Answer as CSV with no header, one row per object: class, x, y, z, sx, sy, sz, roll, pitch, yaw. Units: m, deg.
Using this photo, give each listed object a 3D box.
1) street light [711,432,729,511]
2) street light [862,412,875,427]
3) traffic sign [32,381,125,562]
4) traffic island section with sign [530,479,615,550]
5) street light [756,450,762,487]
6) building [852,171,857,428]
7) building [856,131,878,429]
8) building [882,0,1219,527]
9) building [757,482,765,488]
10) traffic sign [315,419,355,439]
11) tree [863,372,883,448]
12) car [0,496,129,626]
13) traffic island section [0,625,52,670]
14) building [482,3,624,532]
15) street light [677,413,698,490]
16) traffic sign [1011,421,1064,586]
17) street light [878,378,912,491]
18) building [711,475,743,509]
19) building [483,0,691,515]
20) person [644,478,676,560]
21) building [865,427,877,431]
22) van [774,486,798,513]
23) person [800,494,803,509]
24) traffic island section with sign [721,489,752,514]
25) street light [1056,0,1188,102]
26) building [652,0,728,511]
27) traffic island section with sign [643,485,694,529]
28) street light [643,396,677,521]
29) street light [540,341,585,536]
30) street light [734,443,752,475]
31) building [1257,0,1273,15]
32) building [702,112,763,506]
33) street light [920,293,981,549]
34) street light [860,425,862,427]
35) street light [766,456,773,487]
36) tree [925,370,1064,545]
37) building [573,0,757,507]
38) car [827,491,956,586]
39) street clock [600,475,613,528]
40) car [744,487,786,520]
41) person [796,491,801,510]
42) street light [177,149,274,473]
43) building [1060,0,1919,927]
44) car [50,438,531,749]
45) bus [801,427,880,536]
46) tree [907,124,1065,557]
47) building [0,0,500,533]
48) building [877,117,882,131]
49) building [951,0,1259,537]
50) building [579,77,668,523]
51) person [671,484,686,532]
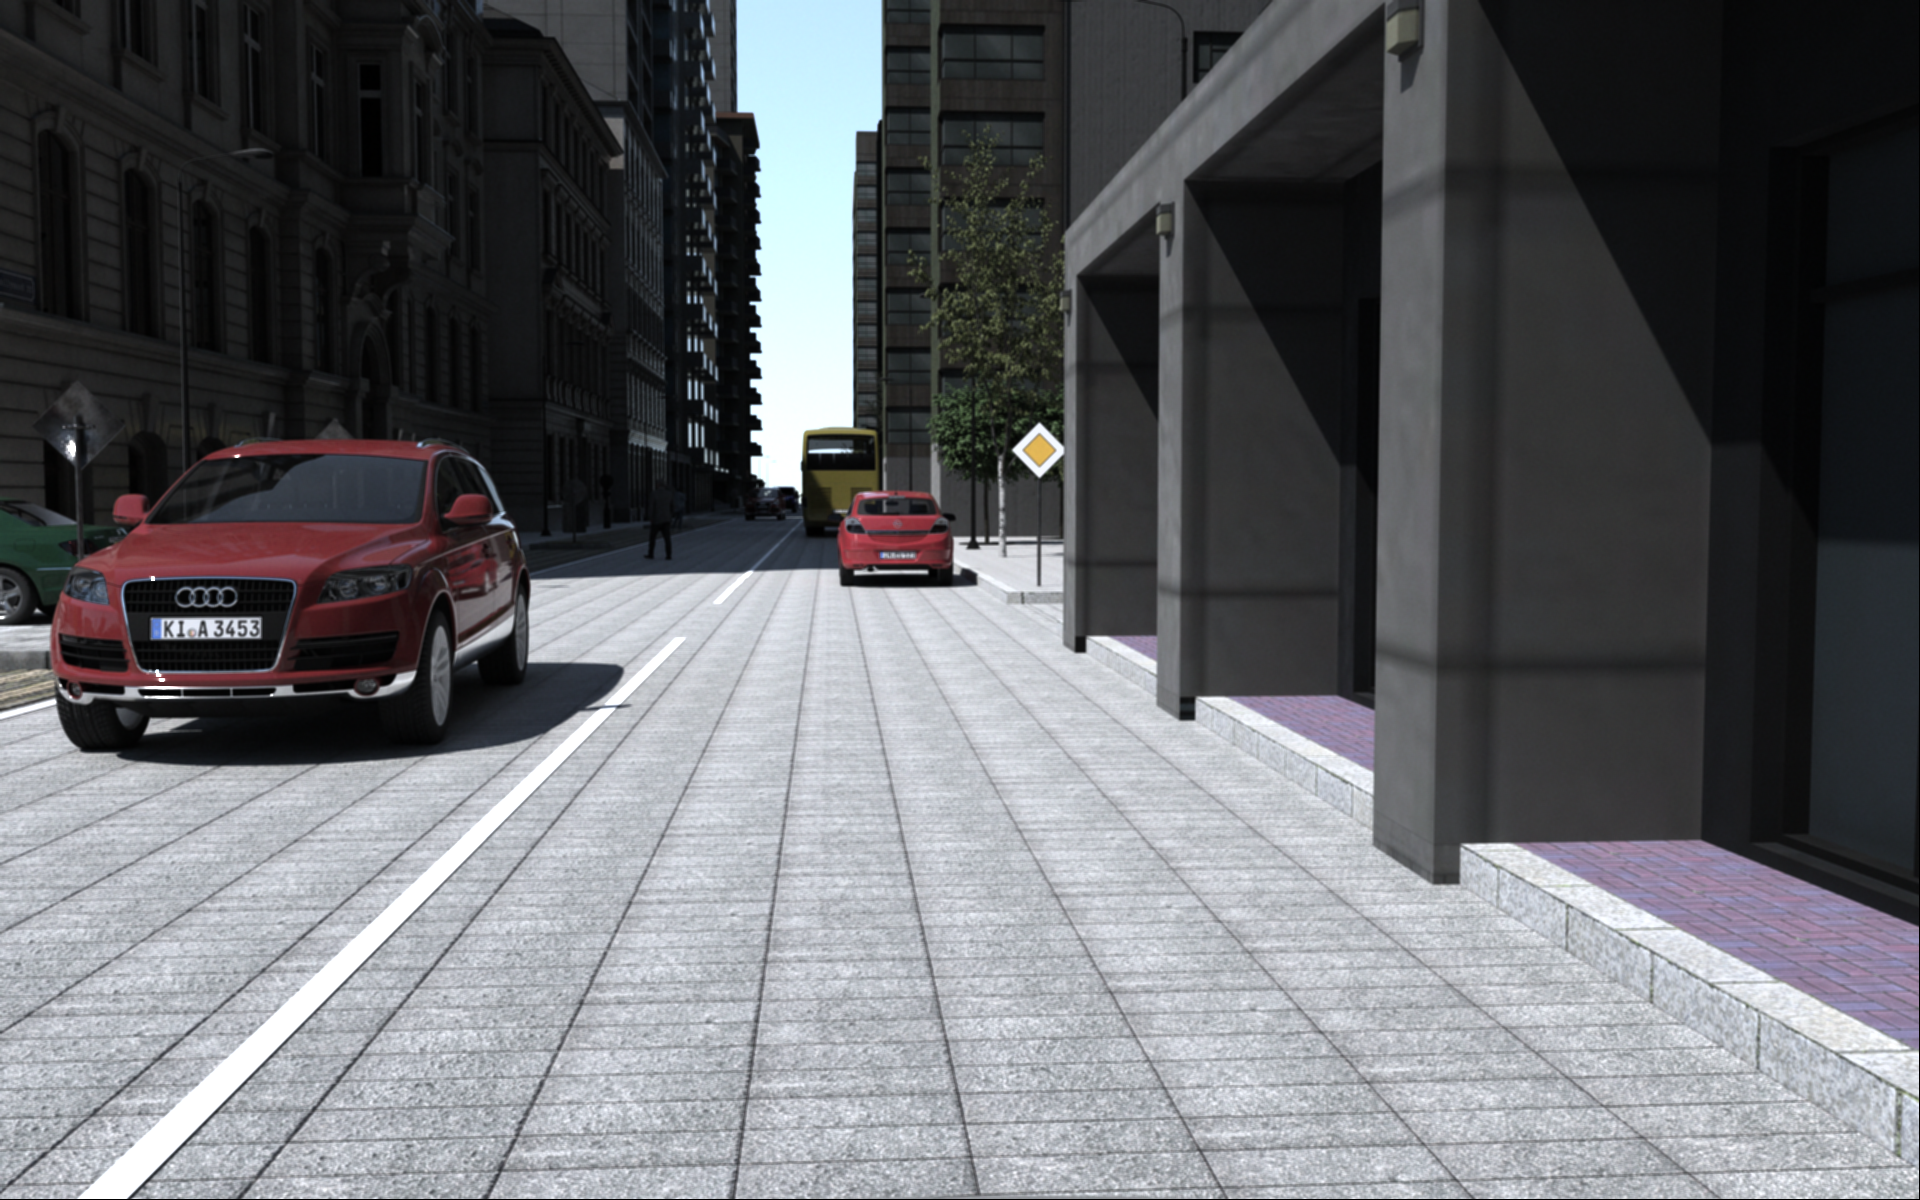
street light,-17.850,-9.551,128.701,1.470,5.913,1.316,0,4,-4
street light,-4.702,-7.710,98.605,1.470,5.913,1.316,0,4,-4
traffic sign,-7.823,-0.719,15.400,0.795,2.450,0.064,0,4,-4
traffic island section with sign,-10.087,-2.241,45.263,1.989,1.847,2.006,0,4,-4
street light,-21.796,-12.892,183.319,1.470,5.913,1.316,0,4,-4
building,-4.508,-38.157,247.562,21.300,48.544,21.600,0,4,-4
building,-4.898,-31.499,198.607,14.154,41.232,14.086,0,4,-4
building,3.337,-18.891,80.572,14.160,30.474,14.107,0,4,-4
building,-43.825,-33.711,243.053,32.217,40.220,23.993,0,4,-4
traffic sign,-8.421,-1.206,23.363,0.795,2.450,0.064,0,4,-4
tree,-2.988,-8.861,95.236,4.360,8.622,3.978,0,3,0
car,-11.876,-0.471,19.506,4.920,1.459,2.131,0,4,-6
traffic island section,-7.846,0.417,15.460,2.009,0.180,2.903,0,4,-4
building,-19.300,-12.348,66.510,10.561,19.102,19.286,0,4,-4
street light,-15.738,-7.762,99.447,1.470,5.913,1.316,0,4,-4
traffic sign,1.098,-1.248,24.055,0.795,2.450,0.064,0,4,-4
street light,-2.516,-5.921,69.357,1.470,5.913,1.316,0,4,-4
building,-36.782,-28.624,159.885,32.217,40.220,23.993,0,4,-4
building,-27.481,-40.857,106.271,20.563,71.187,20.611,0,4,-4
person,-6.603,-1.780,37.999,0.661,1.777,0.834,-3,5,-44
building,2.601,-51.735,158.531,22.319,86.520,31.000,0,4,-4
van,-13.627,-7.926,133.972,2.240,2.365,5.245,0,4,-3
person,-14.908,-9.468,164.121,1.217,1.723,0.721,1,4,16
traffic island section with sign,-15.957,-7.008,123.202,1.989,1.847,2.006,0,4,-4
street light,1.520,-2.660,16.029,1.470,5.913,1.316,0,4,-4
building,-30.383,-31.380,132.664,23.786,49.044,30.456,0,4,-4
traffic island section with sign,-12.118,-3.885,72.142,1.989,1.847,2.006,0,4,-4
street light,-14.324,-6.694,81.987,1.470,5.913,1.316,0,4,-4
street light,-12.101,-4.905,52.742,1.470,5.913,1.316,0,4,-4
street light,-20.092,-11.385,158.685,1.470,5.913,1.316,0,4,-4
building,20.962,-25.312,33.468,30.456,49.044,23.786,0,4,-4
building,-33.650,-33.017,194.460,22.147,44.769,28.867,0,4,-4
street light,-0.230,-4.133,40.116,1.470,5.913,1.316,0,4,-4
street light,-5.997,-8.813,116.631,1.470,5.913,1.316,0,4,-4
street light,-24.114,-14.716,213.146,1.470,5.913,1.316,0,4,-4
tree,0.757,-3.698,44.176,4.285,4.588,4.351,0,3,0
building,-36.266,-47.719,218.461,20.563,71.187,20.611,0,4,-4
car,-1.106,-1.192,28.531,2.155,1.783,4.494,0,4,-4
street clock,-13.187,-3.675,64.653,0.471,2.002,0.358,2,4,26
car,-10.745,-5.330,95.817,2.281,1.827,5.304,0,4,-3
person,-14.932,-9.135,158.525,0.621,1.740,0.551,1,4,12
street light,-9.936,-3.113,23.435,1.470,5.913,1.316,0,4,-4
building,11.921,-34.648,4.746,20.563,71.187,20.611,0,4,-4
car,-4.154,-0.173,11.499,2.281,1.827,5.304,0,4,-6
bus,-4.351,-4.333,62.393,2.896,3.916,12.252,0,4,-5
tree,0.899,-5.159,34.708,4.737,8.622,4.395,0,3,0
building,-19.210,-13.446,38.934,14.460,24.649,34.723,0,4,-4
building,-0.774,-36.809,221.437,23.786,49.044,30.456,0,4,-4
building,5.897,-17.527,58.264,14.160,30.474,14.107,0,4,-4
building,-20.058,-14.437,85.189,9.793,20.994,18.267,0,4,-4
person,-10.622,-3.460,65.329,0.793,1.790,0.793,1,4,13
